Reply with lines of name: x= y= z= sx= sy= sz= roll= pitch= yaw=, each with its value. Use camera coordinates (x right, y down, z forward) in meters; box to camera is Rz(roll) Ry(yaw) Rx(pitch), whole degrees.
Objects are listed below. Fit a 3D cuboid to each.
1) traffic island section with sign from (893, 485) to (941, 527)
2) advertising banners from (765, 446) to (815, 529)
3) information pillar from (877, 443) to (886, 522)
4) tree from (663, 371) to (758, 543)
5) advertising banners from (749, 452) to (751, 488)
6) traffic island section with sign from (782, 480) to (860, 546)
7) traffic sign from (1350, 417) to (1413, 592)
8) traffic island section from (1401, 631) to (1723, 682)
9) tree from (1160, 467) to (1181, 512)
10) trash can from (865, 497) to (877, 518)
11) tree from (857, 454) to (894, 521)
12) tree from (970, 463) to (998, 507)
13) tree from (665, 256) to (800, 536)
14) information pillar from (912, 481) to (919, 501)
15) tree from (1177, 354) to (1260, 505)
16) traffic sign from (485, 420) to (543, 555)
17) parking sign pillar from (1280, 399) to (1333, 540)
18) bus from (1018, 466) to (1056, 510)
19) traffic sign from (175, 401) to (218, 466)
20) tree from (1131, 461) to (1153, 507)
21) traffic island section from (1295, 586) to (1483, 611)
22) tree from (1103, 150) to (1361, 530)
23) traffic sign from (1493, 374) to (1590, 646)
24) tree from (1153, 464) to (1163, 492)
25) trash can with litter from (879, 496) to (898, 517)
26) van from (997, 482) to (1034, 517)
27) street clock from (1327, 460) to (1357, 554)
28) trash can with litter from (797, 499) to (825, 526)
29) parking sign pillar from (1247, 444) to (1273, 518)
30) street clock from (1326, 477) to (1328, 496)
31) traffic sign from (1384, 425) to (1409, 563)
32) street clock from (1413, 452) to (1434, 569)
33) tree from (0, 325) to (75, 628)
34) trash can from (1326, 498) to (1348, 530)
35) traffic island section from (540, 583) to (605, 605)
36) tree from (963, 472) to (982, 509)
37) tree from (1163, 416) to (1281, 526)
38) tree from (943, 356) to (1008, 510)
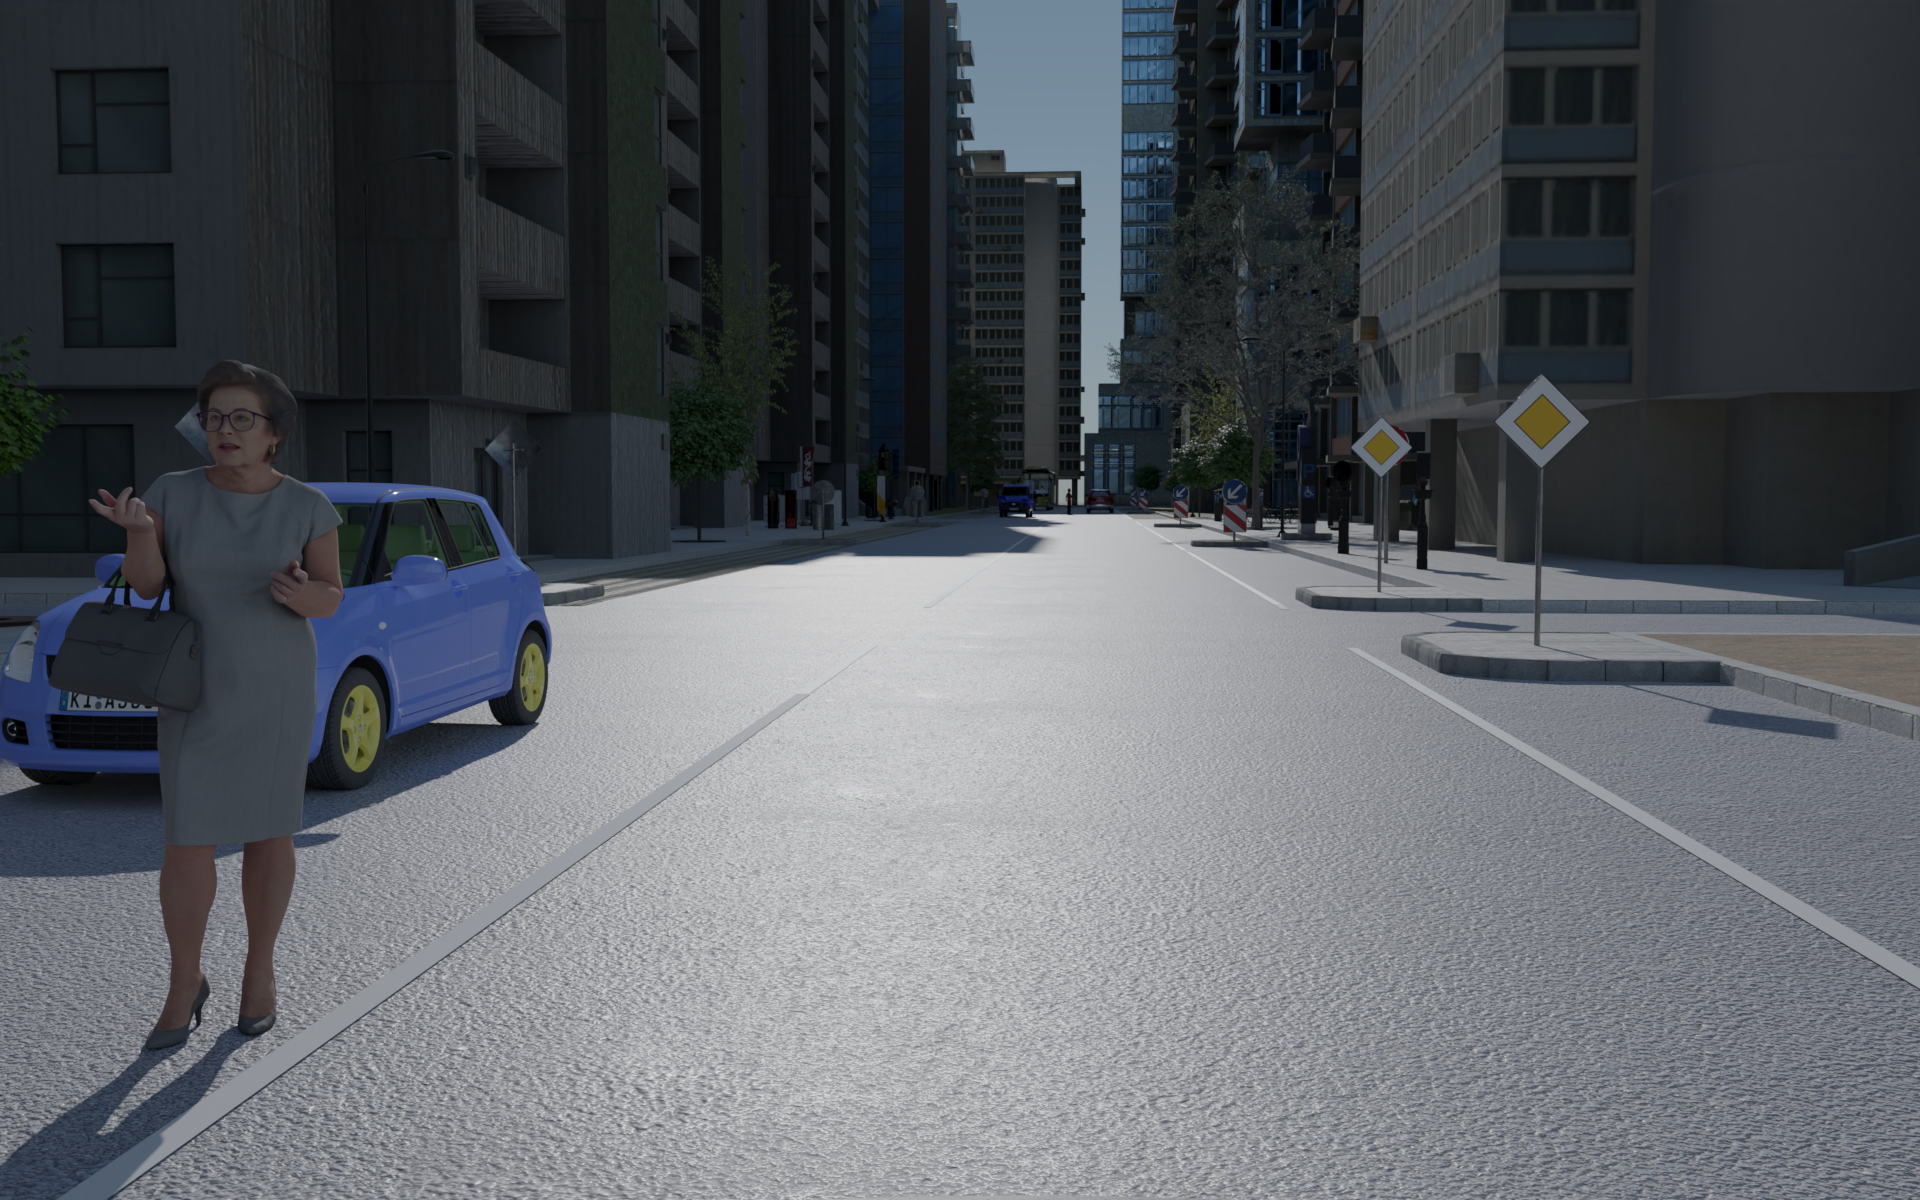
traffic island section with sign: x=-1.848 y=-4.110 z=75.821 sx=1.989 sy=1.847 sz=2.006 roll=0 pitch=4 yaw=4
advertising banners: x=-6.277 y=-4.146 z=63.973 sx=2.074 sy=3.025 sz=0.090 roll=1 pitch=4 yaw=23
information pillar: x=-3.576 y=-5.343 z=78.716 sx=0.183 sy=3.616 sz=0.504 roll=2 pitch=4 yaw=34
tree: x=-7.074 y=-3.828 z=46.300 sx=4.285 sy=4.588 sz=4.351 roll=0 pitch=3 yaw=0
advertising banners: x=-8.968 y=-4.635 z=71.967 sx=0.090 sy=3.025 sz=2.074 roll=1 pitch=4 yaw=10
traffic island section with sign: x=-3.854 y=-2.452 z=48.717 sx=1.989 sy=1.847 sz=2.006 roll=0 pitch=4 yaw=4
traffic sign: x=5.476 y=-1.158 z=22.577 sx=0.795 sy=2.450 sz=0.064 roll=0 pitch=4 yaw=4
traffic island section: x=4.910 y=0.464 z=14.689 sx=2.009 sy=0.180 sz=2.903 roll=0 pitch=4 yaw=4
tree: x=15.050 y=-7.850 z=122.949 sx=1.663 sy=3.219 sz=1.824 roll=0 pitch=3 yaw=0
trash can: x=-4.687 y=-4.873 z=91.326 sx=0.748 sy=1.137 sz=0.748 roll=0 pitch=3 yaw=0
tree: x=-4.227 y=-5.419 z=83.199 sx=1.663 sy=3.219 sz=1.824 roll=0 pitch=3 yaw=0
tree: x=2.281 y=-11.763 z=176.042 sx=4.285 sy=4.588 sz=4.351 roll=0 pitch=3 yaw=0
tree: x=-6.704 y=-6.259 z=52.704 sx=4.737 sy=8.622 sz=4.395 roll=0 pitch=3 yaw=0
information pillar: x=-2.412 y=-5.532 z=94.939 sx=0.304 sy=2.012 sz=0.304 roll=-2 pitch=4 yaw=-23
tree: x=13.093 y=-8.315 z=86.316 sx=4.360 sy=8.622 sz=3.978 roll=0 pitch=3 yaw=0
traffic sign: x=-6.035 y=-1.211 z=23.448 sx=0.795 sy=2.450 sz=0.064 roll=0 pitch=4 yaw=4
parking sign pillar: x=9.719 y=-3.670 z=48.470 sx=1.447 sy=3.967 sz=1.447 roll=0 pitch=4 yaw=7
bus: x=7.009 y=-9.962 z=154.424 sx=2.896 sy=3.916 sz=12.252 roll=0 pitch=4 yaw=6
traffic sign: x=-6.626 y=-0.724 z=15.485 sx=0.795 sy=2.450 sz=0.064 roll=0 pitch=4 yaw=4
tree: x=18.588 y=-11.455 z=171.006 sx=4.285 sy=4.588 sz=4.351 roll=0 pitch=3 yaw=0
traffic island section: x=5.500 y=-0.023 z=22.652 sx=2.009 sy=0.180 sz=2.903 roll=0 pitch=4 yaw=4
tree: x=10.584 y=-9.247 z=61.557 sx=12.009 sy=13.543 sz=11.850 roll=0 pitch=3 yaw=0
traffic sign: x=4.885 y=-0.671 z=14.614 sx=0.795 sy=2.450 sz=0.064 roll=0 pitch=4 yaw=4
tree: x=12.955 y=-6.759 z=94.230 sx=4.285 sy=4.588 sz=4.351 roll=0 pitch=3 yaw=0
trash can with litter: x=-4.005 y=-5.154 z=95.659 sx=1.055 sy=1.170 sz=0.624 roll=-2 pitch=4 yaw=-26
van: x=3.533 y=-6.352 z=108.246 sx=2.240 sy=2.365 sz=5.245 roll=0 pitch=4 yaw=6
street clock: x=8.251 y=-1.997 z=37.215 sx=0.471 sy=2.002 sz=0.358 roll=3 pitch=4 yaw=38
trash can with litter: x=-5.936 y=-3.535 z=69.181 sx=1.055 sy=1.170 sz=0.624 roll=-3 pitch=4 yaw=-38
parking sign pillar: x=16.305 y=-6.466 z=94.193 sx=1.447 sy=3.967 sz=1.447 roll=2 pitch=4 yaw=24
street clock: x=15.190 y=-4.062 z=70.990 sx=0.358 sy=2.002 sz=0.471 roll=0 pitch=4 yaw=-7
traffic sign: x=7.887 y=-1.950 z=31.995 sx=0.768 sy=2.556 sz=0.104 roll=1 pitch=4 yaw=9
street clock: x=7.887 y=-1.525 z=29.510 sx=0.358 sy=2.002 sz=0.471 roll=1 pitch=4 yaw=15
tree: x=-9.698 y=-1.362 z=16.872 sx=1.663 sy=3.219 sz=1.824 roll=0 pitch=3 yaw=0
trash can: x=13.350 y=-3.040 z=61.365 sx=0.748 sy=1.137 sz=0.748 roll=0 pitch=3 yaw=0
traffic island section: x=-6.059 y=-0.075 z=23.511 sx=2.009 sy=0.180 sz=2.903 roll=0 pitch=4 yaw=4
tree: x=0.931 y=-9.435 z=148.860 sx=1.663 sy=3.219 sz=1.824 roll=0 pitch=3 yaw=0
tree: x=11.505 y=-5.343 z=71.078 sx=4.285 sy=4.588 sz=4.351 roll=0 pitch=3 yaw=0
tree: x=0.289 y=-13.736 z=142.711 sx=7.486 sy=12.596 sz=7.792 roll=0 pitch=3 yaw=0
